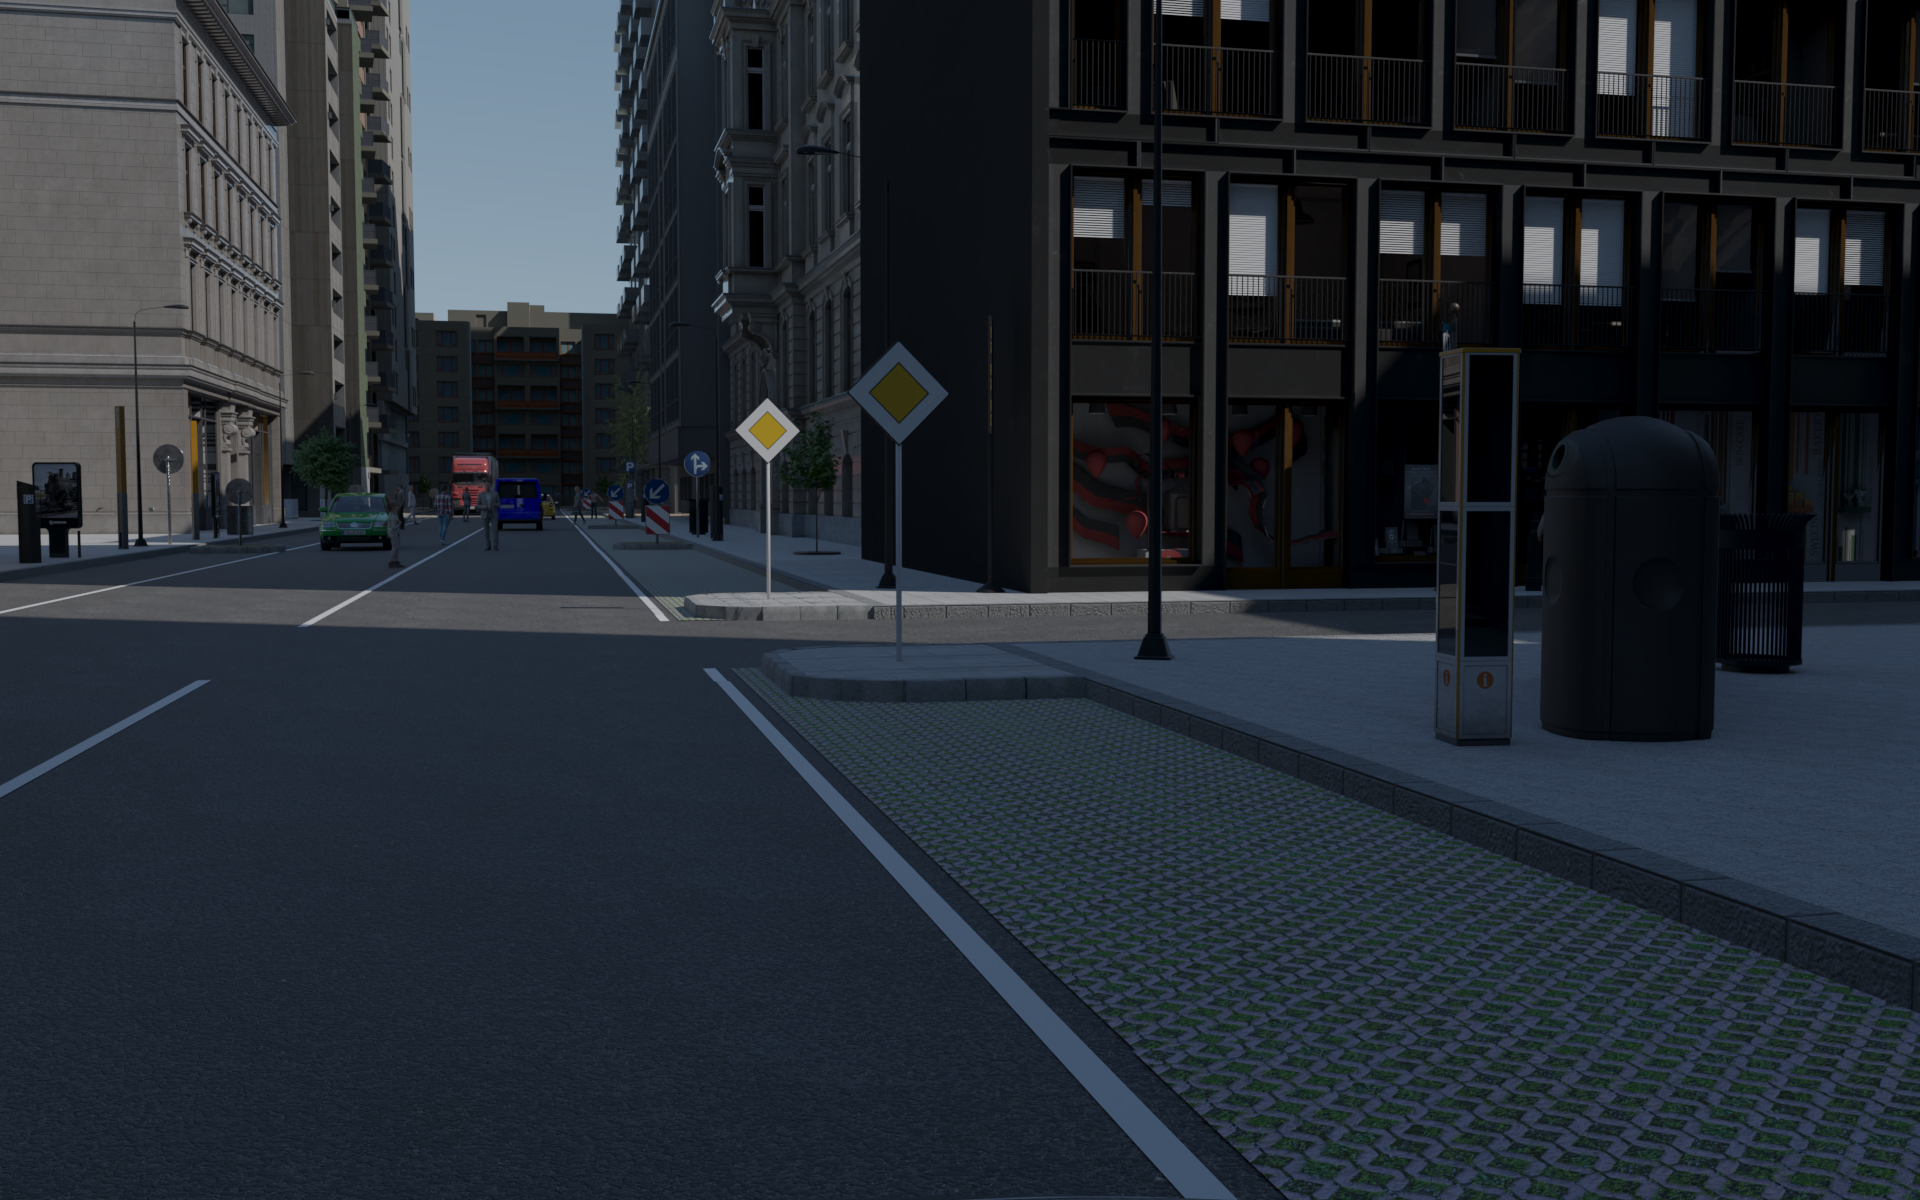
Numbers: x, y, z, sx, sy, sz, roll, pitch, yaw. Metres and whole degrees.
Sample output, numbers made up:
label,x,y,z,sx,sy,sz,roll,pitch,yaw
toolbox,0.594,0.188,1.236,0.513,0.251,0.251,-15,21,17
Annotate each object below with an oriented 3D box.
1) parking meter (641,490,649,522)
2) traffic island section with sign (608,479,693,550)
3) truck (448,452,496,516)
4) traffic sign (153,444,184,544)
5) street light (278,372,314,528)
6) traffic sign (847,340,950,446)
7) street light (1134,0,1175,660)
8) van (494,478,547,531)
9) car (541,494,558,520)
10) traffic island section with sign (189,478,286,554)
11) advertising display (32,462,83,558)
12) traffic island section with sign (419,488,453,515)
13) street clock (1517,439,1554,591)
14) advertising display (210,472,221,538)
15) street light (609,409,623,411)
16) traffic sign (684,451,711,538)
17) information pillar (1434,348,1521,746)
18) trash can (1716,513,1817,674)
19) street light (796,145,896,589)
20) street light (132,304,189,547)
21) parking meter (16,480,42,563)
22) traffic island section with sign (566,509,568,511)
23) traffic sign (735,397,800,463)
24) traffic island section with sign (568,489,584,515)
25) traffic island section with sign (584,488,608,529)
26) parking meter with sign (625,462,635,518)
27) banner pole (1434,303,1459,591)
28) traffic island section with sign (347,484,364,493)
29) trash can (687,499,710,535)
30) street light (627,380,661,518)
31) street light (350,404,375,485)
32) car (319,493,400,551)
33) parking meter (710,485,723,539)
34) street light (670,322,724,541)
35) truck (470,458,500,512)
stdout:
label,x,y,z,sx,sy,sz,roll,pitch,yaw
parking meter,-14.428,-4.337,79.320,0.372,1.533,0.369,0,3,0
traffic island section with sign,-8.032,-2.229,45.073,1.989,1.847,2.006,-1,4,-13
truck,-33.422,-7.966,119.155,2.839,4.237,11.283,-1,4,-12
traffic sign,-20.202,-2.698,44.215,0.768,2.556,0.104,0,4,-5
street light,-25.146,-5.694,65.641,1.470,5.913,1.316,-1,4,-13
traffic sign,-0.444,-0.673,13.192,0.795,2.593,0.064,-1,4,-13
street light,0.989,-2.488,13.216,1.470,5.913,1.316,-1,4,-13
van,-17.711,-3.983,69.500,2.240,2.365,5.245,-1,4,-13
car,-23.462,-5.289,96.697,2.015,1.641,3.980,-1,4,-13
traffic island section with sign,-17.752,-2.082,42.661,1.989,1.847,2.006,-1,4,-13
advertising display,-18.169,-1.814,34.880,0.974,1.923,0.123,0,4,5
traffic island section with sign,-35.821,-6.700,118.173,1.989,1.847,2.006,-1,4,-13
street clock,7.596,-1.120,22.886,0.471,2.002,0.358,1,4,12
advertising display,-21.658,-2.764,50.401,0.123,1.923,0.974,-1,4,-15
street light,-18.375,-7.451,94.358,1.470,5.913,1.316,-1,4,-13
traffic sign,-7.718,-3.109,50.945,0.768,2.556,0.104,-1,4,-9
information pillar,2.650,-0.269,8.897,0.304,2.012,0.304,0,4,-7
trash can,5.781,-0.055,12.555,0.748,1.137,0.748,0,3,0
street light,-1.502,-3.107,23.346,1.470,5.913,1.316,-1,4,-13
street light,-19.532,-4.270,42.354,1.470,5.913,1.316,-1,4,-13
parking meter,-17.286,-1.453,32.162,0.372,1.533,0.369,0,3,0
traffic island section with sign,-32.275,-8.427,146.413,1.989,1.847,2.006,-1,4,-13
traffic sign,-2.301,-1.148,20.959,0.795,2.593,0.064,-1,4,-13
traffic island section with sign,-25.980,-6.819,120.114,1.989,1.847,2.006,-1,4,-13
traffic island section with sign,-14.306,-3.833,71.290,1.989,1.847,2.006,-1,4,-13
parking meter with sign,-17.668,-5.893,92.616,0.543,3.016,1.738,-1,4,-8
banner pole,6.366,-1.992,22.593,0.401,3.779,0.863,2,4,28
traffic island section with sign,-24.134,-3.710,69.287,1.989,1.847,2.006,-1,4,-13
trash can,-8.256,-2.634,54.720,0.748,1.137,0.748,0,3,0
street light,-12.874,-6.025,71.044,1.470,5.913,1.316,-1,4,-13
street light,-30.697,-7.119,88.944,1.470,5.913,1.316,-1,4,-13
car,-15.708,-2.239,45.412,1.959,1.807,4.718,-1,4,-15
parking meter,-6.997,-2.531,49.790,0.372,1.533,0.369,0,3,0
street light,-7.150,-4.558,47.057,1.470,5.913,1.316,-1,4,-13
truck,-37.183,-8.912,134.630,2.839,4.237,11.283,-1,4,-14
